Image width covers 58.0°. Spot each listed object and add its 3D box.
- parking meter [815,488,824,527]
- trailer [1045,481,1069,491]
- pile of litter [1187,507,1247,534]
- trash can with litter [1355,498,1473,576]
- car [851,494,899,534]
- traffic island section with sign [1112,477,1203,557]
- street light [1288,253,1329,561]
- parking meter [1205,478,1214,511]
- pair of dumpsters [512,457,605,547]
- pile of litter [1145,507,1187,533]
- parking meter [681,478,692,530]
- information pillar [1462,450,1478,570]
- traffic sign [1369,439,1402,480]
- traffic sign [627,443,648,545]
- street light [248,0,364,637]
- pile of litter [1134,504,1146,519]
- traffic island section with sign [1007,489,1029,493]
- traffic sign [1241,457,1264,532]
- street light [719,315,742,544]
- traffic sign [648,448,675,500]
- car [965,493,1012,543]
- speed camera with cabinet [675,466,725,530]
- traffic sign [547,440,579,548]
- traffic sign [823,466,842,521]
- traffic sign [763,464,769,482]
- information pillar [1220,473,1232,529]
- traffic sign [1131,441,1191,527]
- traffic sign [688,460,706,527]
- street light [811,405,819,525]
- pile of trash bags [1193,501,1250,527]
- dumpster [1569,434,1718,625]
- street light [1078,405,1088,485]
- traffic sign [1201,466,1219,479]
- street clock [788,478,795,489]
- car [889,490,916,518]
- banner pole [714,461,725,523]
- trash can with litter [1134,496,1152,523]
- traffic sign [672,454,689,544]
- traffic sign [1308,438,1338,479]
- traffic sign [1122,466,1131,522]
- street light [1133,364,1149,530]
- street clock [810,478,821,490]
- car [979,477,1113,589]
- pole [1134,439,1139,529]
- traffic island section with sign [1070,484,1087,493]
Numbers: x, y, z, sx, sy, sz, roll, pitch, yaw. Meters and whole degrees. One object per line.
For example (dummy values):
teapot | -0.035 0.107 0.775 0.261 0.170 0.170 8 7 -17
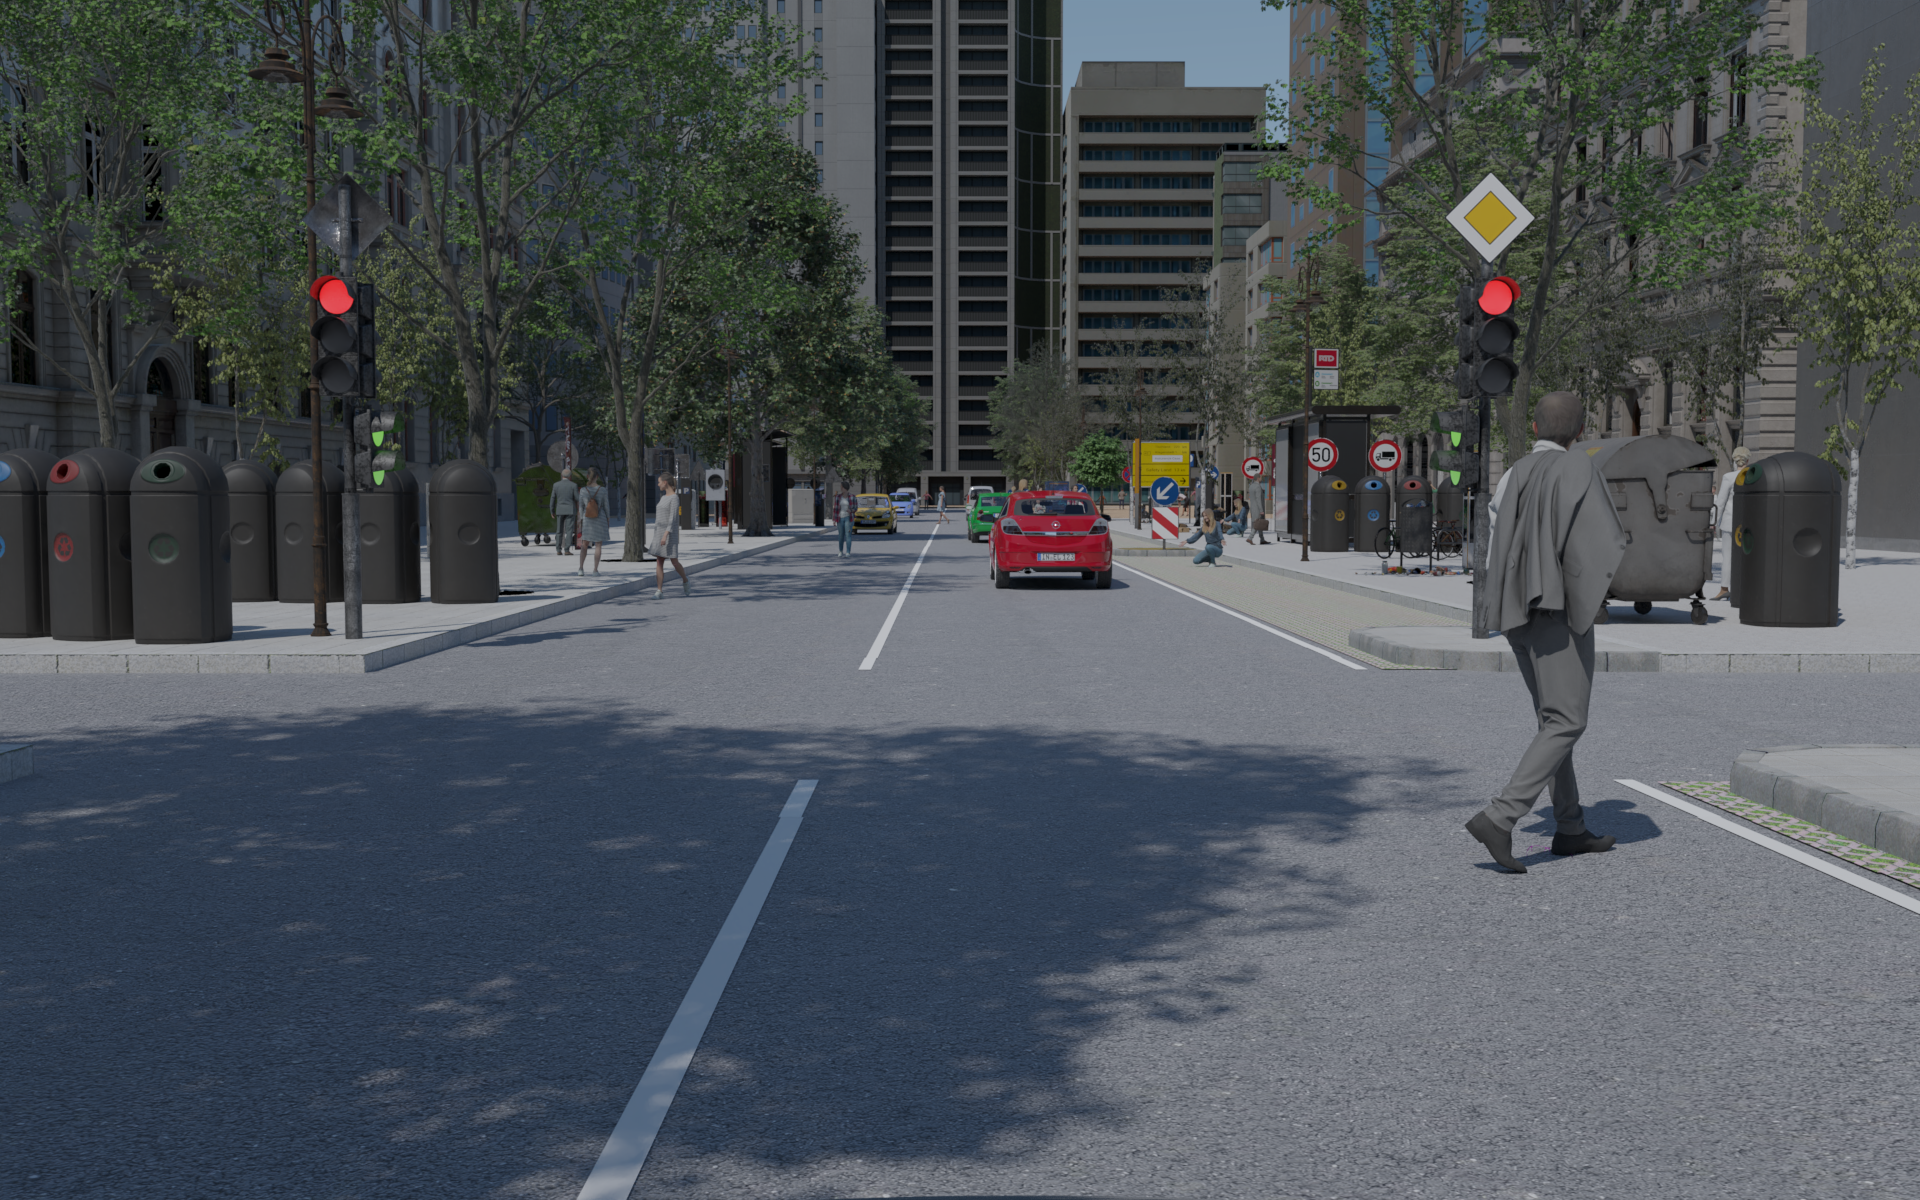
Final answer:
parking meter | -5.537 -3.666 68.345 0.372 1.533 0.369 0 3 0
trailer | 4.362 -4.370 78.491 1.471 1.999 3.904 0 4 0
pile of litter | 8.425 -2.583 56.194 1.719 0.858 1.176 1 4 21
trash can with litter | 7.547 -1.000 27.414 2.233 1.210 1.678 3 5 39
car | -3.191 -3.209 62.687 2.015 1.641 3.980 0 4 1
traffic island section with sign | 4.566 -1.937 40.291 1.989 1.847 2.006 0 4 0
street light | 6.579 -3.674 32.853 0.468 5.910 1.993 0 4 0
parking meter | 8.526 -3.271 59.197 0.255 1.863 0.399 1 4 21
pair of dumpsters | -10.216 -2.551 44.206 1.574 2.255 4.437 0 4 0
pile of litter | 7.270 -2.701 58.123 1.176 0.858 1.719 3 4 38
parking meter | -9.742 -3.426 61.721 0.399 1.863 0.255 -1 4 -10
information pillar | 8.701 -1.518 29.304 0.304 2.012 0.304 0 3 0
traffic sign | 9.891 -2.462 40.354 0.768 2.556 0.104 0 4 5
traffic sign | -8.002 -2.685 43.900 0.884 2.594 0.081 0 4 4
street light | -5.773 -2.611 15.470 0.468 5.910 1.993 0 4 0
pile of litter | 9.601 -4.657 90.101 1.176 0.858 1.719 -1 4 -22
traffic island section with sign | 4.267 -6.662 117.547 1.989 1.847 2.006 0 4 0
traffic sign | 9.940 -3.593 58.844 0.768 2.556 0.104 1 4 9
street light | -5.927 -4.391 44.577 0.468 5.910 1.993 0 4 0
traffic sign | -6.647 -2.228 38.565 0.606 2.300 0.079 0 4 1
car | 1.162 -2.648 52.088 1.959 1.807 4.718 0 4 -2
speed camera with cabinet | -9.489 -4.160 62.356 2.038 3.252 0.660 0 4 -5
traffic sign | -9.453 -2.514 41.212 0.768 2.556 0.104 0 4 3
traffic sign | -5.953 -4.952 80.969 0.884 2.594 0.081 0 4 3
traffic sign | -6.789 -3.473 58.905 0.606 2.300 0.079 0 4 6
information pillar | 9.137 -3.360 59.426 0.304 2.012 0.304 -1 4 -21
traffic sign | 7.777 -4.478 67.092 2.265 3.308 0.079 0 4 3
traffic sign | -10.040 -4.066 66.488 0.884 2.594 0.081 0 4 8
street light | -6.098 -6.102 72.552 0.468 5.910 1.993 0 4 0
pile of trash bags | 10.315 -3.511 67.161 1.912 1.369 3.447 0 4 -7
dumpster | 6.780 -0.728 17.654 1.264 1.857 1.865 0 4 0
street light | 6.389 -7.158 89.816 0.468 5.910 1.993 0 4 0
traffic sign | 10.698 -4.533 74.214 0.768 2.556 0.104 0 4 4
street clock | -7.706 -4.513 78.350 0.471 2.002 0.358 -3 5 -42
car | -3.626 -5.749 103.582 1.945 1.707 3.694 0 4 -2
banner pole | -10.604 -5.266 76.124 0.401 3.779 0.863 3 5 39
trash can with litter | 8.282 -4.024 76.842 1.678 1.210 2.233 1 4 23
traffic sign | -7.243 -2.589 44.456 0.606 2.300 0.079 0 4 7
traffic sign | 8.168 -2.395 39.260 0.768 2.556 0.104 0 4 6
traffic sign | 7.770 -4.826 79.004 0.768 2.556 0.104 0 4 5
street light | 6.440 -5.450 61.902 0.468 5.910 1.993 0 4 0
street clock | -6.706 -4.634 80.332 0.471 2.002 0.358 2 4 35
car | 1.397 -1.142 27.715 2.155 1.783 4.494 0 4 -1
pole | 6.530 -4.286 63.915 0.158 3.312 0.155 0 3 0
traffic island section with sign | 4.446 -3.589 67.305 1.989 1.847 2.006 0 4 0
